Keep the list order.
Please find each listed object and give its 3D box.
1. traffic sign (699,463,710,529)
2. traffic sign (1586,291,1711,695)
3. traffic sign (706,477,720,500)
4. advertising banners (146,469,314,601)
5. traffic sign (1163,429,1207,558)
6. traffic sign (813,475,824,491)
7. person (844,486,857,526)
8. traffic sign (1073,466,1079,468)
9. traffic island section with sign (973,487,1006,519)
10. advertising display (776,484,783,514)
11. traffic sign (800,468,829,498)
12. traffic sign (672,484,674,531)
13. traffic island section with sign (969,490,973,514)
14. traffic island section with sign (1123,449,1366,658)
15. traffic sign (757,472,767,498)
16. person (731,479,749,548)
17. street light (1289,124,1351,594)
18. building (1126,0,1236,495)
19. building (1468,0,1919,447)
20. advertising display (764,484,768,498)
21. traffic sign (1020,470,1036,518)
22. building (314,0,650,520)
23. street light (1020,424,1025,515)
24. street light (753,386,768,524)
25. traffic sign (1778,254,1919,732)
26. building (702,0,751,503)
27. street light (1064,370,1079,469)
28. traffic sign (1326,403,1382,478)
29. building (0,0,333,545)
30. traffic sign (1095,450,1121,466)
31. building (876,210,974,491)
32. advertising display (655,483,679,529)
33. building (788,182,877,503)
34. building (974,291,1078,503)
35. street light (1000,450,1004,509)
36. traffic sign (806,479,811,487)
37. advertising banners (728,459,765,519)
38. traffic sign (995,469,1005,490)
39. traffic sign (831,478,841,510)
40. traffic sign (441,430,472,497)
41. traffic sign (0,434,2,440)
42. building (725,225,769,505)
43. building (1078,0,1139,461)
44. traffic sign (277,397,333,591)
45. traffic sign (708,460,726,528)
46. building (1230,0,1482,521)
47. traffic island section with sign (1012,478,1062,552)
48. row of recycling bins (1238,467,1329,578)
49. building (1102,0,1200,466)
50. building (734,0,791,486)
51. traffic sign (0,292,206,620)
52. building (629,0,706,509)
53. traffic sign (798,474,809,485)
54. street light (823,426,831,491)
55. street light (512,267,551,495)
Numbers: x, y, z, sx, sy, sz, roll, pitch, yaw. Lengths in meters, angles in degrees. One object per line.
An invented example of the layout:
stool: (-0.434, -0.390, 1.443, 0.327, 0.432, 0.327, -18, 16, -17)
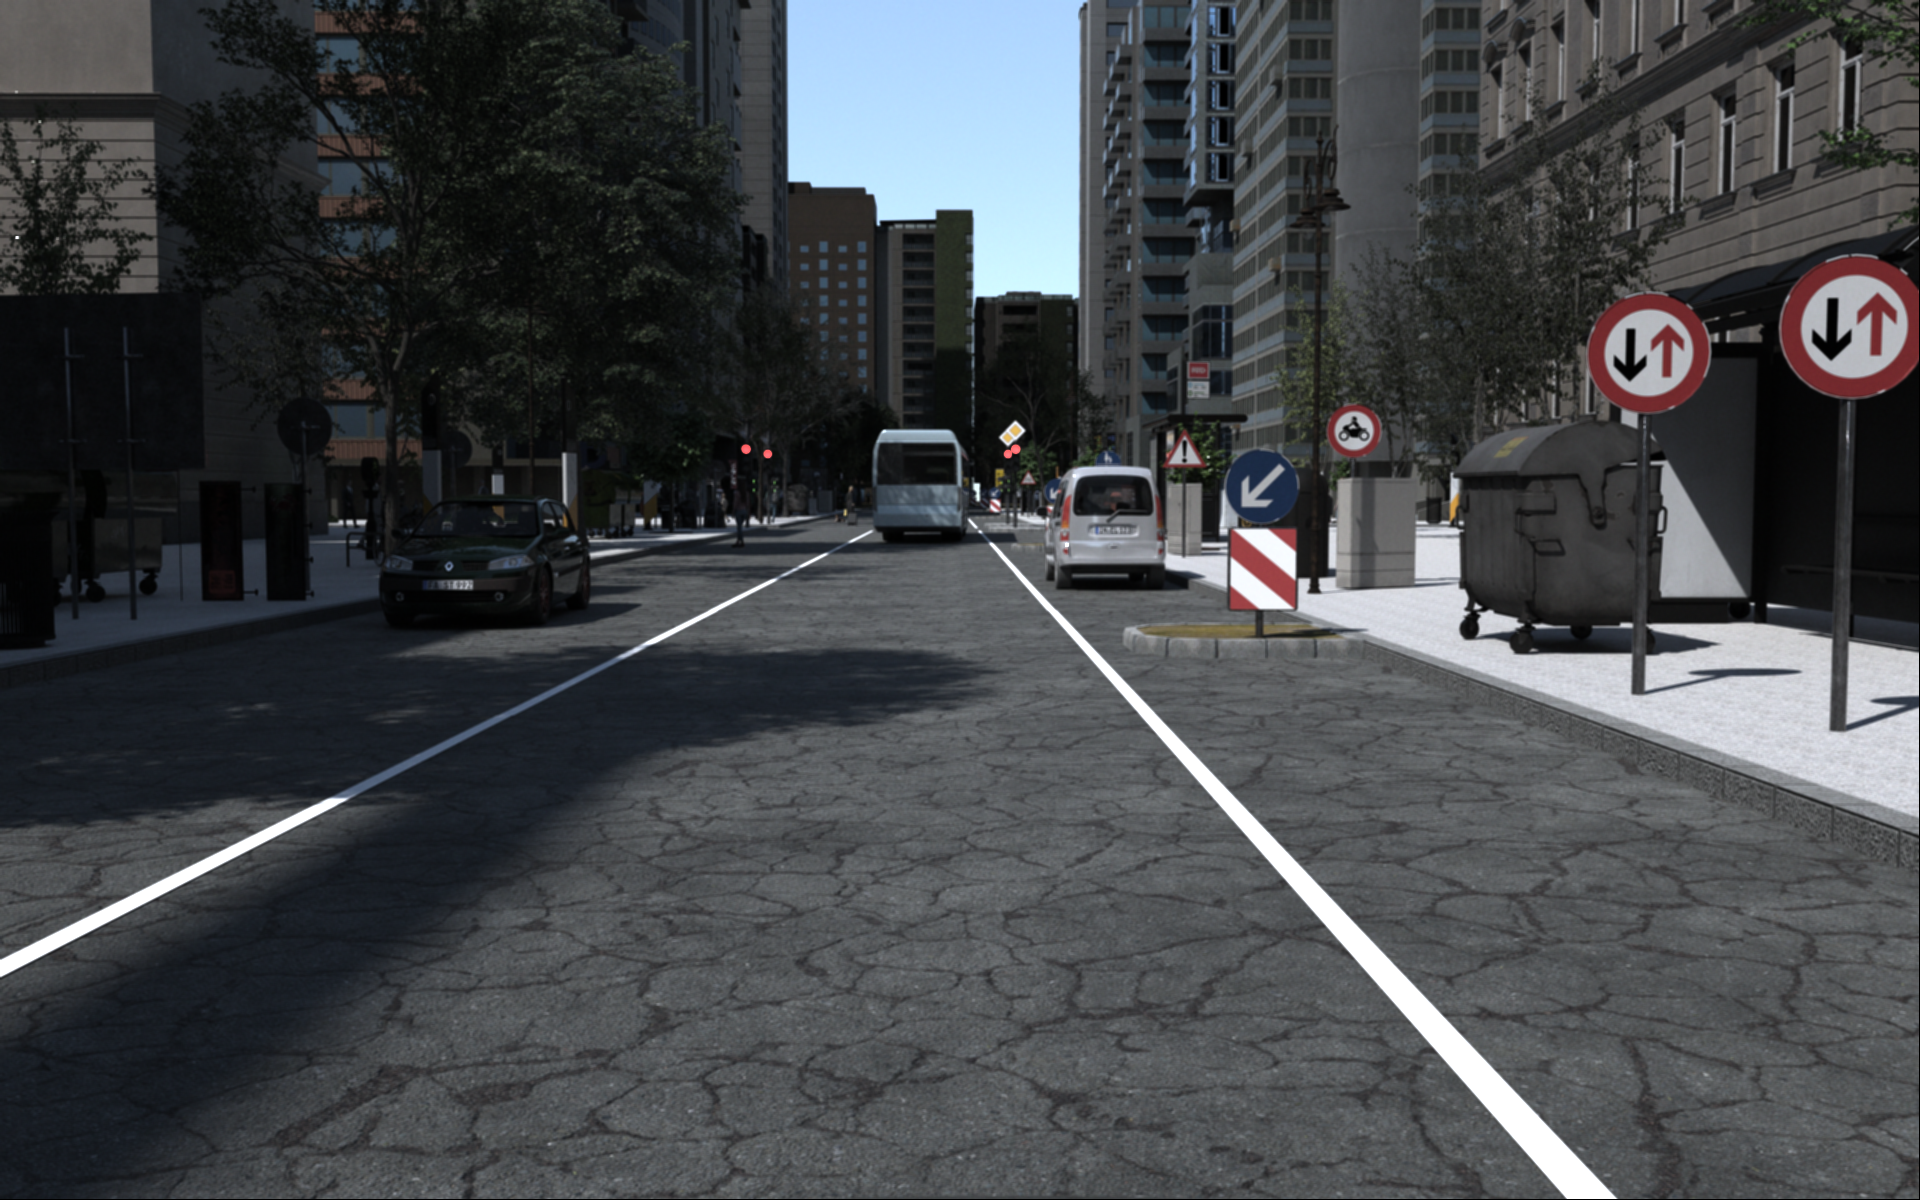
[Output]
traffic sign: (-9.428, -3.833, 62.780, 0.768, 2.556, 0.104, 0, 4, 4)
traffic sign: (4.341, -0.667, 11.011, 0.768, 2.556, 0.104, 0, 4, 4)
traffic sign: (-10.500, -4.378, 73.703, 0.606, 2.300, 0.079, 0, 4, 6)
advertising banners: (-8.835, -1.502, 20.743, 2.074, 3.025, 0.090, 0, 4, -2)
traffic sign: (4.513, -2.132, 34.866, 0.884, 2.594, 0.081, 0, 4, 3)
traffic sign: (-9.598, -7.167, 117.283, 0.768, 2.556, 0.104, 0, 4, 8)
person: (-4.999, -4.295, 78.944, 0.699, 1.804, 1.509, 0, 4, 1)
traffic sign: (5.375, -4.883, 79.945, 0.768, 2.556, 0.104, 0, 4, 1)
traffic island section with sign: (1.872, -5.504, 98.611, 1.989, 1.847, 2.006, 0, 4, 0)
advertising display: (-11.659, -6.515, 111.731, 0.123, 1.923, 0.974, 1, 4, 21)
traffic sign: (-11.466, -8.717, 136.403, 2.265, 3.308, 0.079, 0, 4, 1)
traffic sign: (-10.027, -3.690, 60.442, 0.768, 2.556, 0.104, 0, 3, 0)
traffic island section with sign: (1.640, -7.204, 126.420, 1.989, 1.847, 2.006, 0, 4, 0)
traffic island section with sign: (2.555, -0.455, 16.075, 1.989, 1.847, 2.006, 0, 4, 0)
traffic sign: (-11.554, -6.202, 101.502, 0.768, 2.556, 0.104, 0, 4, 0)
person: (-5.875, -2.320, 46.439, 0.388, 1.821, 0.555, 2, 4, 34)
street light: (4.577, -3.022, 22.192, 0.468, 5.910, 1.993, 0, 4, 0)
building: (25.627, -50.109, 131.955, 22.319, 86.520, 31.000, 0, 4, 0)
building: (21.927, -14.975, 42.105, 12.463, 27.353, 25.104, 0, 4, 0)
advertising display: (-12.231, -6.371, 109.371, 0.123, 1.923, 0.974, -1, 4, -16)
traffic sign: (3.709, -5.743, 93.895, 0.884, 2.594, 0.081, 1, 4, 9)
building: (-29.710, -27.085, 97.471, 22.147, 44.769, 28.867, 0, 4, 0)
street light: (3.843, -8.184, 106.590, 0.468, 5.910, 1.993, 0, 4, 0)
street light: (-8.551, -6.212, 74.360, 0.468, 5.910, 1.993, 0, 4, 0)
traffic sign: (4.755, -0.563, 9.303, 0.768, 2.556, 0.104, 0, 4, 5)
building: (-35.089, -35.074, 162.697, 28.713, 52.752, 27.495, 0, 4, 0)
street light: (4.171, -5.626, 64.776, 0.468, 5.910, 1.993, 0, 4, 0)
traffic sign: (5.542, -1.489, 24.445, 0.768, 2.556, 0.104, 0, 4, 3)
building: (-32.105, -15.360, 48.398, 25.104, 27.353, 12.463, 0, 4, 0)
traffic sign: (4.336, -3.096, 50.727, 0.768, 2.556, 0.104, 0, 4, 7)
building: (-5.108, -34.687, 250.734, 14.086, 41.232, 14.154, 0, 4, 0)
advertising display: (-10.806, -3.578, 63.710, 0.974, 1.923, 0.123, 1, 4, 12)
building: (-19.256, -36.764, 251.207, 14.200, 45.320, 14.600, 0, 4, 0)
building: (8.996, -29.265, 250.180, 14.107, 30.474, 14.160, 0, 4, 0)
street light: (3.538, -10.760, 148.710, 0.468, 5.910, 1.993, 0, 4, 0)
traffic sign: (-11.734, -8.047, 131.670, 0.768, 2.556, 0.104, 1, 4, 8)
advertising banners: (-10.786, -5.584, 87.482, 2.074, 3.025, 0.090, -3, 4, -37)
traffic sign: (3.949, -8.890, 139.228, 2.265, 3.308, 0.079, 0, 4, 6)
traffic sign: (-9.866, -8.438, 137.972, 0.884, 2.594, 0.081, 0, 4, 3)
traffic sign: (-10.063, -2.098, 34.407, 0.768, 2.556, 0.104, 0, 4, 4)
traffic sign: (-9.772, -1.035, 16.927, 0.884, 2.594, 0.081, 1, 4, 8)
building: (-28.060, -25.256, 184.632, 14.160, 30.474, 14.107, 0, 4, 0)
building: (24.191, -40.196, 199.201, 21.231, 58.520, 28.212, 0, 4, 0)
traffic sign: (-8.629, -1.389, 22.811, 0.768, 2.556, 0.104, 0, 4, 7)
traffic sign: (-9.093, -3.938, 64.497, 0.768, 2.556, 0.104, 0, 4, 2)
building: (28.581, -24.792, 97.236, 23.993, 40.220, 32.217, 0, 4, 0)
traffic island section with sign: (2.320, -2.159, 43.932, 1.989, 1.847, 2.006, 0, 4, 0)
row of recycling bins: (5.250, -1.283, 28.082, 1.069, 1.692, 3.534, 0, 4, -1)
building: (25.826, -33.662, 169.982, 23.786, 49.044, 30.456, 0, 4, 0)
building: (-31.147, -46.761, 202.801, 20.611, 71.187, 20.563, 0, 4, 0)
traffic sign: (-8.764, -1.454, 17.648, 2.265, 3.308, 0.079, 0, 4, 8)
building: (-32.193, -36.178, 133.504, 21.231, 58.520, 28.212, 0, 4, 0)
traffic sign: (-10.008, -6.770, 110.794, 0.768, 2.556, 0.104, 1, 4, 9)
street light: (-8.950, -8.830, 117.164, 0.468, 5.910, 1.993, 0, 4, 0)
street light: (-8.271, -3.708, 33.409, 0.468, 5.910, 1.993, 0, 4, 0)
